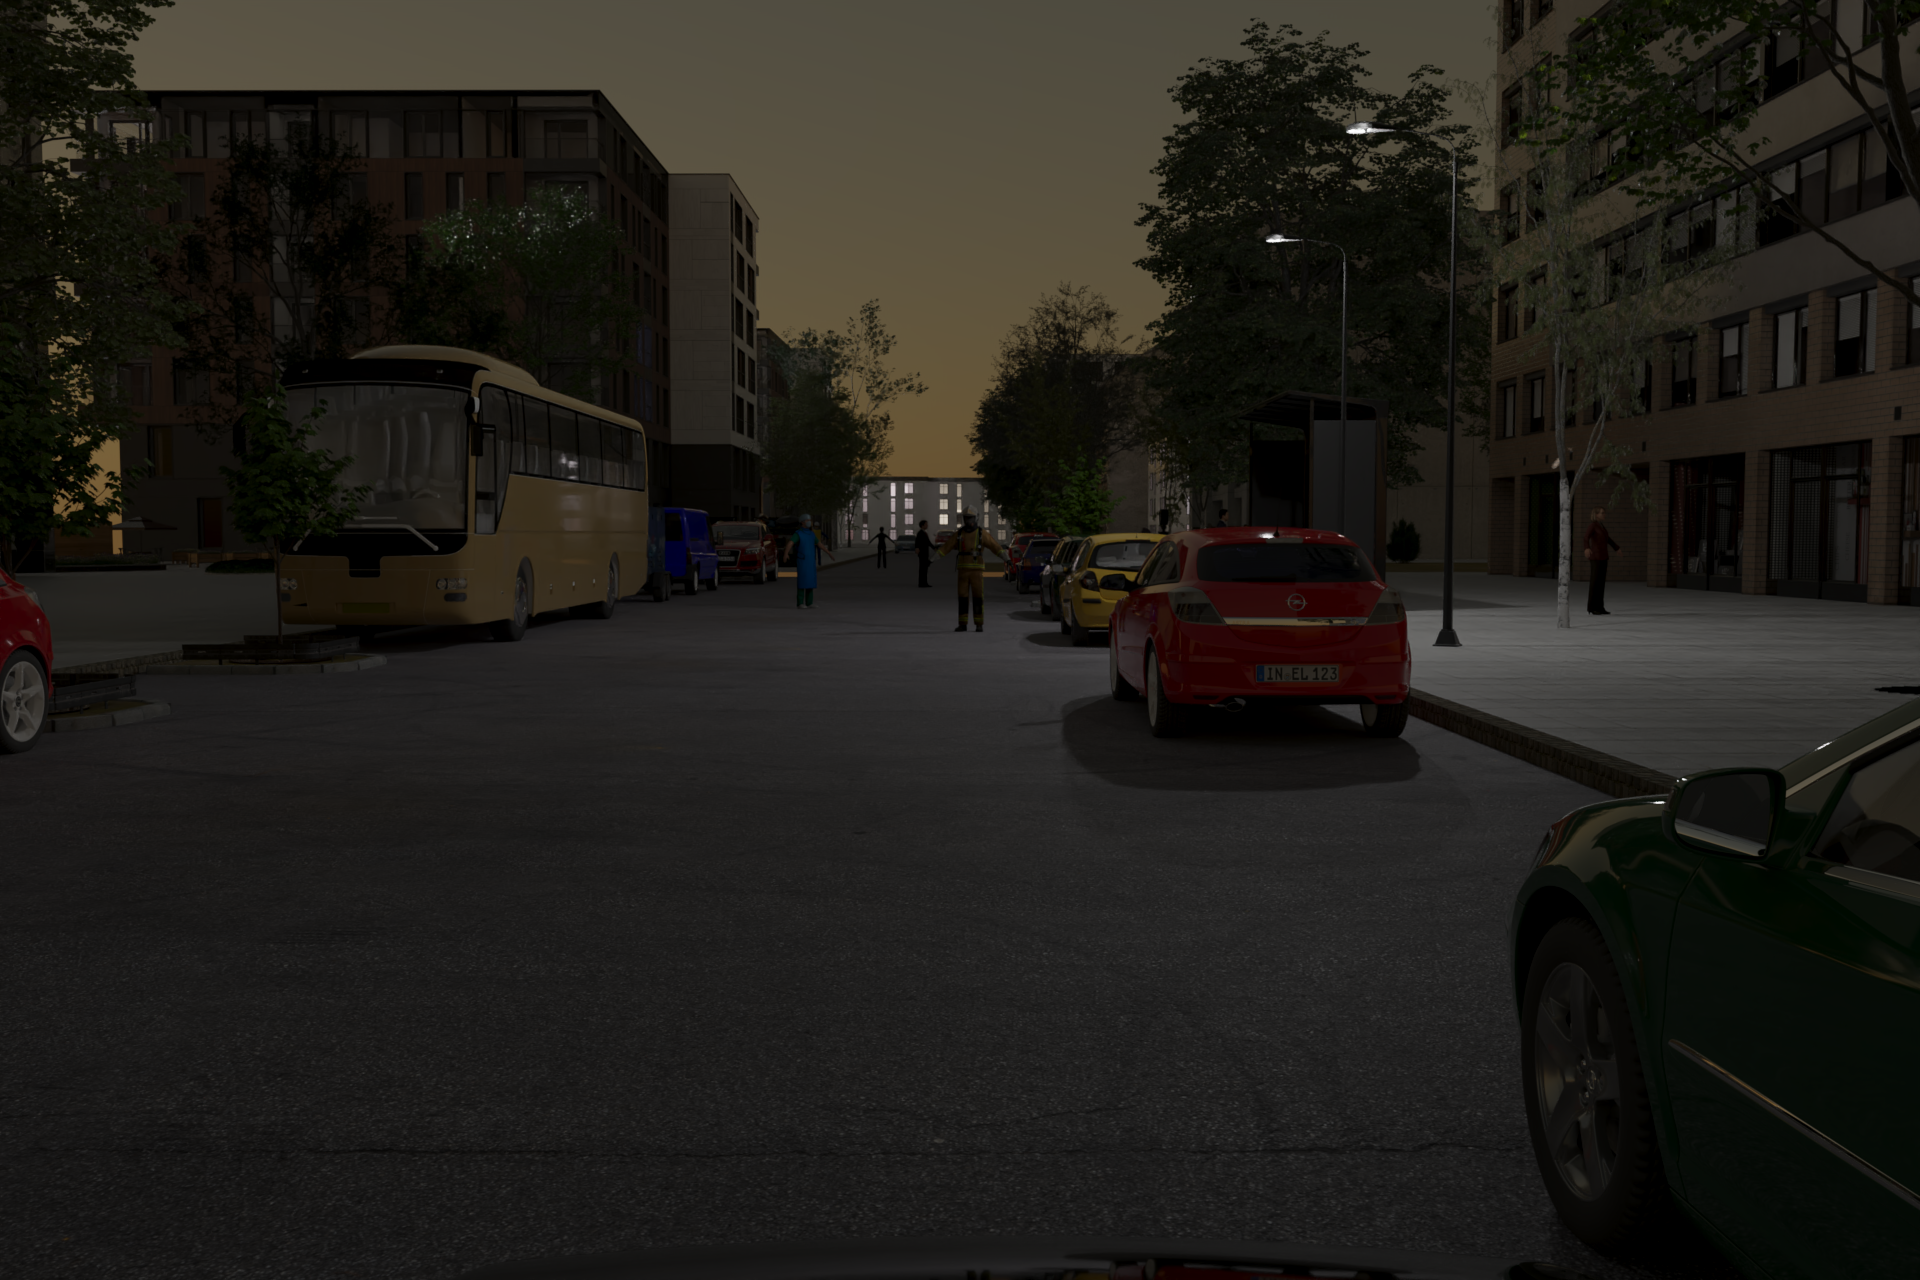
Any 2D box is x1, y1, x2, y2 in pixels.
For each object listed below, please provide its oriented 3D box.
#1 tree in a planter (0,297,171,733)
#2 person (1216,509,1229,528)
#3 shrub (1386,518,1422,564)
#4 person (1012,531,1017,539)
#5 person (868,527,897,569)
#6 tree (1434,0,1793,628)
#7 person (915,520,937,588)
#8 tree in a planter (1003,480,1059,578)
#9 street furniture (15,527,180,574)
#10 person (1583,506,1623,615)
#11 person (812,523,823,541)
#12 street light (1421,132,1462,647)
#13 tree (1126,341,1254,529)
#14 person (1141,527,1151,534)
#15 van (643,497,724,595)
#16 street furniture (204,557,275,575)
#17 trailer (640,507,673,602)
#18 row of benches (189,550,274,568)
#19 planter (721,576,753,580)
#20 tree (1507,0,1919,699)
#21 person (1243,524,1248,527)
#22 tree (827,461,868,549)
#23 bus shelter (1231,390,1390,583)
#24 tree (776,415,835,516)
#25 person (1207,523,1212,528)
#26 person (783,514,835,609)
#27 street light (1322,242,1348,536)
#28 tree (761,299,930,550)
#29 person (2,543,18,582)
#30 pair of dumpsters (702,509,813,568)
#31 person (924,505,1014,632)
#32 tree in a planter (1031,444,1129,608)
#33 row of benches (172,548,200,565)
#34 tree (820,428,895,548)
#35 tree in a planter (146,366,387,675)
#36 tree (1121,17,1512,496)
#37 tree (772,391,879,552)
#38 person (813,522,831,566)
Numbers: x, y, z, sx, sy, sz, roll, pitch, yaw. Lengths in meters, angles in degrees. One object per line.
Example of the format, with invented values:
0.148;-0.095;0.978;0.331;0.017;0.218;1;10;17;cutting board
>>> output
-7.285;-0.979;13.235;1.991;3.239;1.994;0;4;1;tree in a planter
5.683;-1.907;37.228;0.704;1.823;1.345;0;4;4;person
19.280;-4.336;75.310;1.690;2.028;1.600;0;3;0;shrub
2.938;-5.329;96.399;0.599;1.433;0.991;0;4;7;person
-3.244;-3.845;72.048;1.216;1.740;0.721;0;4;3;person
8.096;-4.478;23.580;4.360;8.622;3.978;0;3;0;tree
-0.951;-2.314;46.472;0.705;1.806;1.347;1;4;22;person
2.407;-3.655;56.981;1.991;3.239;1.994;0;4;1;tree in a planter
-31.177;-3.247;59.941;9.812;1.723;11.010;2;4;26;street furniture
10.205;-1.266;27.499;1.215;1.729;0.721;-3;5;-45;person
-7.445;-4.956;87.177;1.345;1.843;0.704;3;4;37;person
6.126;-2.882;19.661;1.470;5.913;1.316;0;4;0;street light
7.693;-6.454;55.882;4.737;8.622;4.395;0;3;0;tree
4.035;-1.868;39.770;0.799;1.438;0.628;-3;5;-43;person
-7.098;-2.313;42.200;2.240;2.365;5.245;0;4;0;van
-20.813;-2.675;59.357;10.072;0.657;5.734;-3;4;-36;street furniture
-6.930;-1.770;35.989;1.471;1.999;3.904;0;3;0;trailer
-28.036;-3.177;67.402;1.422;0.672;4.104;3;4;39;row of benches
-7.294;-2.071;55.005;1.991;0.319;1.994;0;4;1;planter
7.898;-5.370;13.556;9.928;11.665;9.643;0;3;0;tree
13.382;-4.536;80.881;1.216;1.740;0.721;-1;4;-19;person
-10.348;-12.296;151.403;4.737;8.622;4.395;0;3;0;tree
6.238;-2.456;31.440;1.731;3.624;6.357;0;3;0;bus shelter
-9.778;-9.614;107.554;4.360;8.622;3.978;0;3;0;tree
12.128;-4.766;84.050;0.705;1.813;1.348;0;4;0;person
-2.942;-1.508;33.248;0.704;1.817;1.347;3;5;40;person
6.506;-3.326;26.928;1.470;5.913;1.316;0;3;0;street light
-9.277;-17.346;139.490;12.611;20.169;13.585;0;3;0;tree
-20.453;-1.854;37.137;0.721;1.735;1.217;-2;4;-28;person
-7.090;-3.195;57.191;4.436;2.255;1.574;0;4;0;pair of dumpsters
0.149;-1.050;25.393;1.354;1.858;0.705;1;4;15;person
2.417;-2.268;34.299;1.991;3.239;1.994;0;4;1;tree in a planter
-33.093;-3.590;74.157;1.422;0.672;4.104;-1;4;-15;row of benches
-10.331;-14.561;163.831;9.928;11.665;9.643;0;3;0;tree
-7.318;-1.304;18.546;1.991;3.239;1.994;0;4;0;tree in a planter
8.579;-8.316;42.625;9.857;13.997;8.962;0;3;0;tree
-9.717;-12.333;127.392;9.928;11.665;9.643;0;3;0;tree
-5.813;-3.890;70.072;1.216;1.772;0.721;-1;4;-18;person
